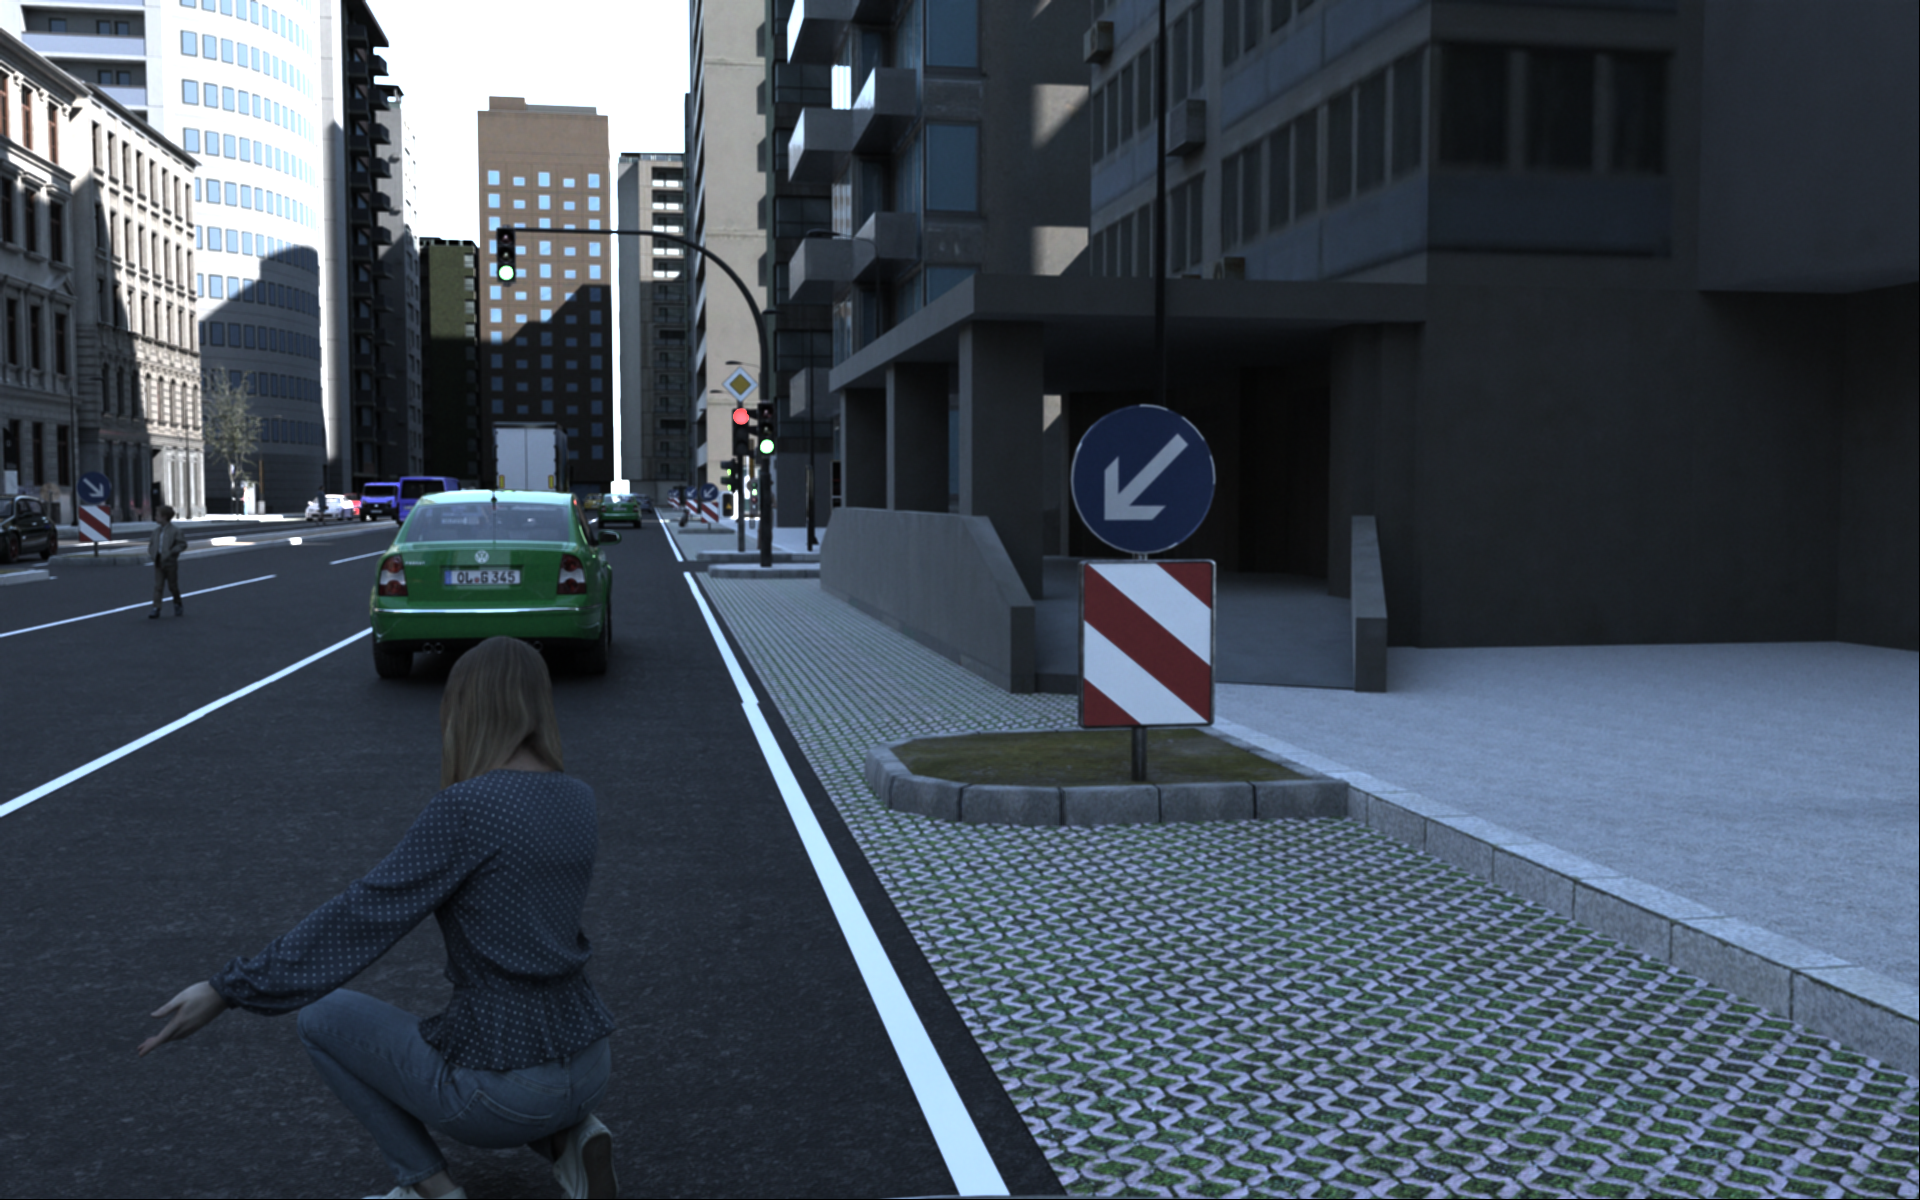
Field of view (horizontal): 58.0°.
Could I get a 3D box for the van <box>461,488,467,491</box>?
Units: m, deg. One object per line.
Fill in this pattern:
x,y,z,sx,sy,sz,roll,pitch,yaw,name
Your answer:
-36.937,-7.381,127.685,2.013,2.044,4.112,-1,4,-9,van

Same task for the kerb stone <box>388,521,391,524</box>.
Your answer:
-26.940,-3.615,81.293,0.120,0.150,1.000,-1,4,-10,kerb stone

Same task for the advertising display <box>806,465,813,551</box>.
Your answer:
-3.403,-2.075,39.143,0.123,1.923,0.974,0,4,-7,advertising display

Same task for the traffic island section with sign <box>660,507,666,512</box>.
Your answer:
-22.927,-7.969,138.926,1.989,1.847,2.006,-1,4,-10,traffic island section with sign

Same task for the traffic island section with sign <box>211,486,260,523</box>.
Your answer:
-36.000,-4.743,86.178,1.989,1.847,2.006,-1,4,-10,traffic island section with sign

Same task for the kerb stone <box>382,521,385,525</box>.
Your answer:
-26.576,-3.491,79.281,0.120,0.150,1.000,-1,4,-10,kerb stone

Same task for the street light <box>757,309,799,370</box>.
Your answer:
-4.287,-4.360,43.820,1.470,5.913,1.316,-1,4,-10,street light

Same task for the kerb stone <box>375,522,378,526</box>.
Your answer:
-26.212,-3.368,77.269,0.120,0.150,1.000,-1,4,-10,kerb stone

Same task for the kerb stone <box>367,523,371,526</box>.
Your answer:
-25.851,-3.241,75.247,0.120,0.150,1.000,-1,4,-10,kerb stone

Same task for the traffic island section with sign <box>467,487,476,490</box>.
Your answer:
-30.984,-6.212,109.697,2.006,1.907,1.989,-1,4,-10,traffic island section with sign

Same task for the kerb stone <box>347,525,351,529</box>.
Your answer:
-24.929,-2.937,70.212,0.120,0.150,1.000,-1,4,-10,kerb stone

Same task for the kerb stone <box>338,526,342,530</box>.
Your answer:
-24.574,-2.813,68.190,0.120,0.150,1.000,-1,4,-10,kerb stone

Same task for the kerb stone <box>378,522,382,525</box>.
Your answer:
-26.391,-3.429,78.275,0.120,0.150,1.000,-1,4,-10,kerb stone

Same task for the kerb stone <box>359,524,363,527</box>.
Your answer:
-25.483,-3.111,73.235,0.120,0.150,1.000,-1,4,-10,kerb stone

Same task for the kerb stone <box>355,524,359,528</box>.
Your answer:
-25.301,-3.060,72.225,0.120,0.150,1.000,-1,4,-10,kerb stone

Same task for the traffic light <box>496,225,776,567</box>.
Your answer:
-5.490,-3.378,29.903,4.771,5.953,1.251,-1,4,-10,traffic light

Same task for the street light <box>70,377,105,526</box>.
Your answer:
-34.709,-5.894,68.915,1.470,5.913,1.316,-1,4,-10,street light

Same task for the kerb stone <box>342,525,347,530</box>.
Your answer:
-24.756,-2.875,69.205,0.120,0.150,1.000,-1,4,-10,kerb stone

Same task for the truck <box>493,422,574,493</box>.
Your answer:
-17.982,-5.166,73.375,2.839,4.237,11.283,-1,4,-10,truck

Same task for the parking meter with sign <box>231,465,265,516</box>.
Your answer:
-41.461,-6.400,100.902,1.738,3.016,0.543,-3,5,-43,parking meter with sign

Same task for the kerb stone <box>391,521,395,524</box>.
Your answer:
-27.118,-3.676,82.300,0.120,0.150,1.000,-1,4,-10,kerb stone

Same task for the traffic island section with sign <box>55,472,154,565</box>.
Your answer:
-17.659,-1.689,35.745,2.006,1.907,1.989,-1,4,-10,traffic island section with sign

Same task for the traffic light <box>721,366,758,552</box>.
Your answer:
-4.862,-3.018,38.271,0.839,4.253,0.868,-1,4,-10,traffic light

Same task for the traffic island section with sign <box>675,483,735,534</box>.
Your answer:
-9.191,-3.301,62.602,1.989,1.847,2.006,-1,4,-10,traffic island section with sign

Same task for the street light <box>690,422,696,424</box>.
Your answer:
-16.671,-8.521,111.861,1.470,5.913,1.316,-1,4,-10,street light

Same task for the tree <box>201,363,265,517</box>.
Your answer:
-40.615,-8.934,96.425,4.360,8.622,3.978,0,3,0,tree

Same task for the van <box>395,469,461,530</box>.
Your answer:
-19.379,-3.625,63.646,2.240,2.365,5.245,-1,4,-10,van

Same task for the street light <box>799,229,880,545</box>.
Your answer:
-1.989,-3.555,30.661,1.470,5.913,1.316,-1,4,-10,street light

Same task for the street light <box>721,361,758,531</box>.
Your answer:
-7.488,-5.392,60.696,1.470,5.913,1.316,-1,4,-10,street light

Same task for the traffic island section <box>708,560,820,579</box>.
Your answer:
-3.405,-0.505,30.533,2.009,0.180,2.903,-1,4,-10,traffic island section

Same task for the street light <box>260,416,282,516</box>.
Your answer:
-40.922,-7.970,102.846,1.470,5.913,1.316,-1,4,-10,street light

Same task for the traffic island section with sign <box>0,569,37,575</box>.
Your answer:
-16.356,-1.243,28.453,2.006,1.907,1.989,-1,4,-10,traffic island section with sign

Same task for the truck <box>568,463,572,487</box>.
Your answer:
-36.052,-10.102,154.087,2.839,4.237,11.283,-1,4,-12,truck

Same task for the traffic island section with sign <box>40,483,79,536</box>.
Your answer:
-31.113,-3.080,58.983,1.989,1.847,2.006,-1,4,-10,traffic island section with sign

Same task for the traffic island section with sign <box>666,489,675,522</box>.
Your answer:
-13.955,-4.924,89.134,1.989,1.847,2.006,-1,4,-10,traffic island section with sign

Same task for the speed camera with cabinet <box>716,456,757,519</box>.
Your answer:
-11.472,-5.785,88.918,2.038,3.252,0.660,-2,4,-30,speed camera with cabinet

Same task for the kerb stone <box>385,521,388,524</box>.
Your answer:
-26.756,-3.553,80.287,0.120,0.150,1.000,-1,4,-10,kerb stone

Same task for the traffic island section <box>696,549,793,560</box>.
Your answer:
-4.820,-0.985,38.392,2.009,0.180,2.903,-1,4,-10,traffic island section

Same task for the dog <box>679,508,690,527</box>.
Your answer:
-11.928,-3.560,75.035,0.513,0.831,0.800,0,4,-5,dog

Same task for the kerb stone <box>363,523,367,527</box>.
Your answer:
-25.655,-3.183,74.244,0.120,0.150,1.000,-1,4,-10,kerb stone

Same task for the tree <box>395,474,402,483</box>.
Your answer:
-53.780,-10.543,166.973,1.663,3.219,1.824,0,3,0,tree

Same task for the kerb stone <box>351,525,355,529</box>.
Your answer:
-25.119,-2.997,71.217,0.120,0.150,1.000,-1,4,-10,kerb stone

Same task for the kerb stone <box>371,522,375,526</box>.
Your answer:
-26.033,-3.304,76.263,0.120,0.150,1.000,-1,4,-10,kerb stone

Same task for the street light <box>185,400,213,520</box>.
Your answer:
-37.703,-6.929,85.829,1.470,5.913,1.316,-1,4,-10,street light

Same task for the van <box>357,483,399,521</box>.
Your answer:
-30.937,-5.421,93.010,2.240,2.365,5.245,-1,4,-10,van

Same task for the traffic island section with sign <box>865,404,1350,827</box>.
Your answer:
0.575,0.014,8.398,1.989,1.847,2.006,-1,4,-10,traffic island section with sign

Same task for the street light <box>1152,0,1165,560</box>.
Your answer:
1.054,-2.512,13.619,1.470,5.913,1.316,-1,4,-10,street light

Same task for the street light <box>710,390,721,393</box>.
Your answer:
-10.480,-6.426,77.610,1.470,5.913,1.316,-1,4,-10,street light

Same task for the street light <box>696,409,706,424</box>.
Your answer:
-13.519,-7.467,94.624,1.470,5.913,1.316,-1,4,-10,street light
